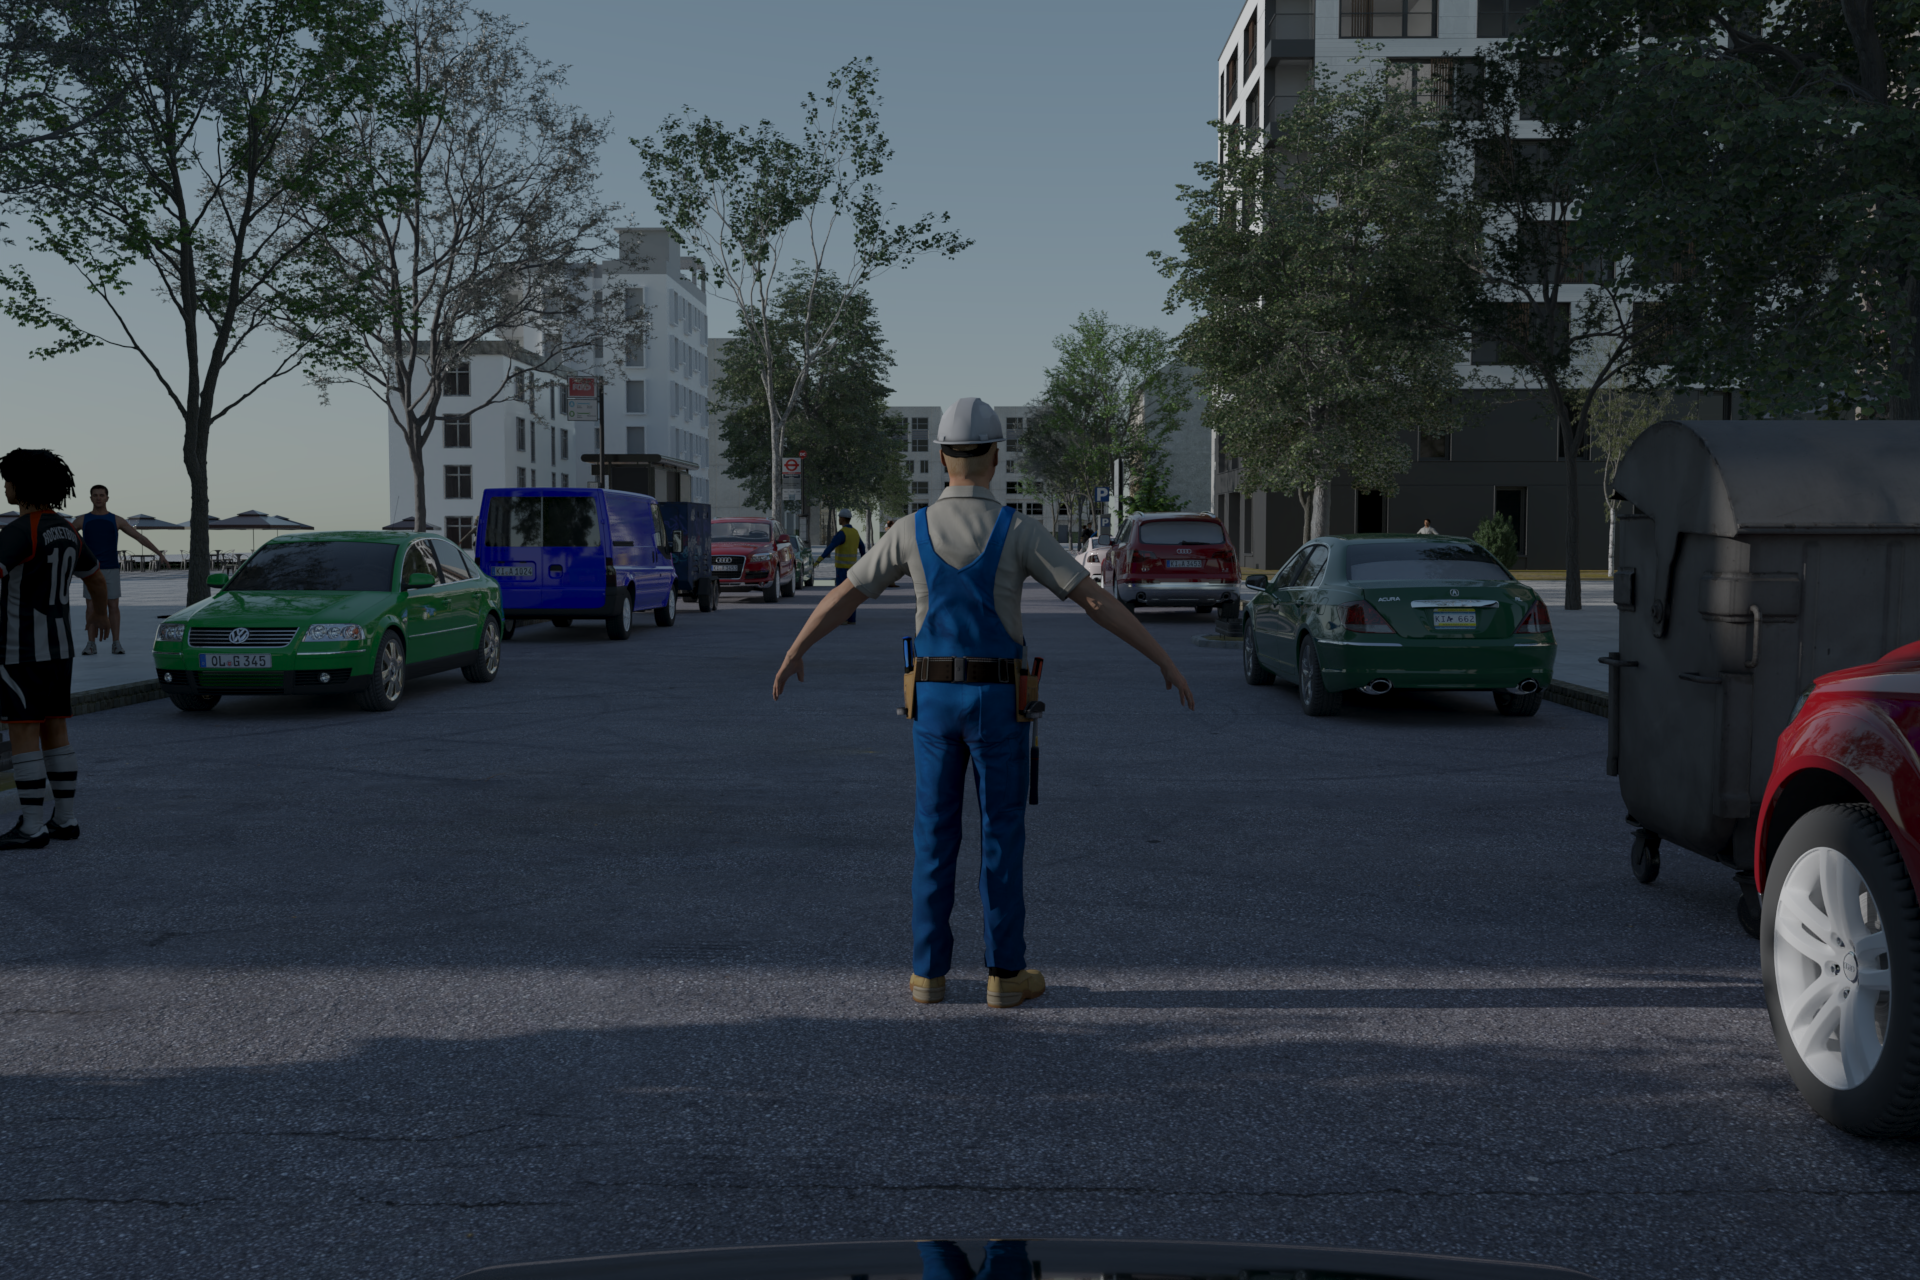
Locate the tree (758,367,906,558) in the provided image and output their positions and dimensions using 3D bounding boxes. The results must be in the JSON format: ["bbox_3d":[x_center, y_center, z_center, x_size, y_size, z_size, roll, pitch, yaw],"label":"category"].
[{"bbox_3d":[-7.141,-9.700,93.013,8.767,10.594,7.601,0,4,-2],"label":"tree"}]

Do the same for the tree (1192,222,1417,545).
[{"bbox_3d":[11.397,-8.020,56.889,9.928,11.665,9.643,0,3,0],"label":"tree"}]

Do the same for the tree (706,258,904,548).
[{"bbox_3d":[-7.321,-10.729,82.069,9.857,13.997,8.962,0,3,0],"label":"tree"}]

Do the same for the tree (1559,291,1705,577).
[{"bbox_3d":[19.476,-6.227,52.178,4.360,8.622,3.978,0,3,0],"label":"tree"}]

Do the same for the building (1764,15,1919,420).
[{"bbox_3d":[25.728,-17.576,33.488,12.429,33.558,17.177,0,4,0],"label":"building"}]

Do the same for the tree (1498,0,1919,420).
[{"bbox_3d":[10.191,-6.813,18.041,9.857,13.997,8.962,0,3,0],"label":"tree"}]

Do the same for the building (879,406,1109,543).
[{"bbox_3d":[4.776,-23.058,245.920,31.486,18.905,16.747,0,4,1],"label":"building"}]

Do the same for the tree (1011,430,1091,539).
[{"bbox_3d":[8.362,-13.760,150.727,9.928,11.665,9.643,0,3,0],"label":"tree"}]

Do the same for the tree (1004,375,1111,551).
[{"bbox_3d":[8.354,-13.539,131.731,12.009,13.543,11.850,0,3,0],"label":"tree"}]

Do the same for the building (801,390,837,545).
[{"bbox_3d":[-24.713,-22.811,203.894,19.493,23.208,18.063,0,4,2],"label":"building"}]

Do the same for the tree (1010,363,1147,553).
[{"bbox_3d":[8.288,-12.725,118.425,12.009,13.543,11.850,0,3,0],"label":"tree"}]

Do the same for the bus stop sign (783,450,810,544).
[{"bbox_3d":[-5.227,-4.073,55.298,0.855,3.939,0.416,0,4,0],"label":"bus stop sign"}]

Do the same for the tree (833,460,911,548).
[{"bbox_3d":[-7.490,-12.785,143.451,7.601,10.594,8.767,2,4,28],"label":"tree"}]

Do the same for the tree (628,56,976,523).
[{"bbox_3d":[-6.174,-12.998,68.407,12.611,20.169,13.585,0,3,0],"label":"tree"}]

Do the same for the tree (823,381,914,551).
[{"bbox_3d":[-7.234,-12.860,128.395,7.486,12.596,7.792,0,3,0],"label":"tree"}]

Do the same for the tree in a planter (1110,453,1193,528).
[{"bbox_3d":[4.233,-2.516,38.362,1.991,3.239,1.994,0,4,0],"label":"tree in a planter"}]

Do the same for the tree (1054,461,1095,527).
[{"bbox_3d":[9.131,-11.681,141.347,4.737,8.622,4.395,0,3,0],"label":"tree"}]

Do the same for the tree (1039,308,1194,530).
[{"bbox_3d":[7.251,-9.464,80.499,9.928,11.665,9.643,0,3,0],"label":"tree"}]

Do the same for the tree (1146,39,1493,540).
[{"bbox_3d":[9.731,-8.560,46.611,9.857,13.997,8.962,0,3,0],"label":"tree"}]

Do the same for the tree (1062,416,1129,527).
[{"bbox_3d":[8.194,-9.571,106.855,4.737,8.622,4.395,0,3,0],"label":"tree"}]

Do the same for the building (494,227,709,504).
[{"bbox_3d":[-22.751,-15.404,108.272,16.016,20.090,11.380,0,4,1],"label":"building"}]

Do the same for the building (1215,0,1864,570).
[{"bbox_3d":[25.068,-14.249,76.952,27.936,21.610,32.646,0,4,1],"label":"building"}]

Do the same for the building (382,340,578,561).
[{"bbox_3d":[-24.188,-8.996,89.227,9.099,9.664,28.070,0,3,0],"label":"building"}]

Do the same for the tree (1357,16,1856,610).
[{"bbox_3d":[10.600,-5.802,29.280,8.767,10.594,7.601,2,4,35],"label":"tree"}]

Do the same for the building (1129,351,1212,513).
[{"bbox_3d":[27.947,-21.561,183.452,19.493,23.208,18.063,0,4,1],"label":"building"}]

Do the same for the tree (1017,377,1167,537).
[{"bbox_3d":[7.741,-10.058,98.861,8.767,10.594,7.601,-1,4,-17],"label":"tree"}]

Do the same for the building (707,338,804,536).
[{"bbox_3d":[-24.911,-18.696,172.143,16.747,18.905,31.486,0,3,0],"label":"building"}]

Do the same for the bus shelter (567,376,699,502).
[{"bbox_3d":[-8.830,-4.222,46.665,2.179,5.291,8.768,0,4,1],"label":"bus shelter"}]

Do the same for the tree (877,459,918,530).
[{"bbox_3d":[-6.391,-12.490,154.569,4.360,8.622,3.978,0,3,0],"label":"tree"}]

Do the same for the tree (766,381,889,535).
[{"bbox_3d":[-7.682,-10.407,104.566,7.601,10.594,8.767,2,4,35],"label":"tree"}]

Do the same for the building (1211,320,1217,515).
[{"bbox_3d":[27.969,-15.528,120.341,16.747,18.905,31.486,0,4,1],"label":"building"}]
